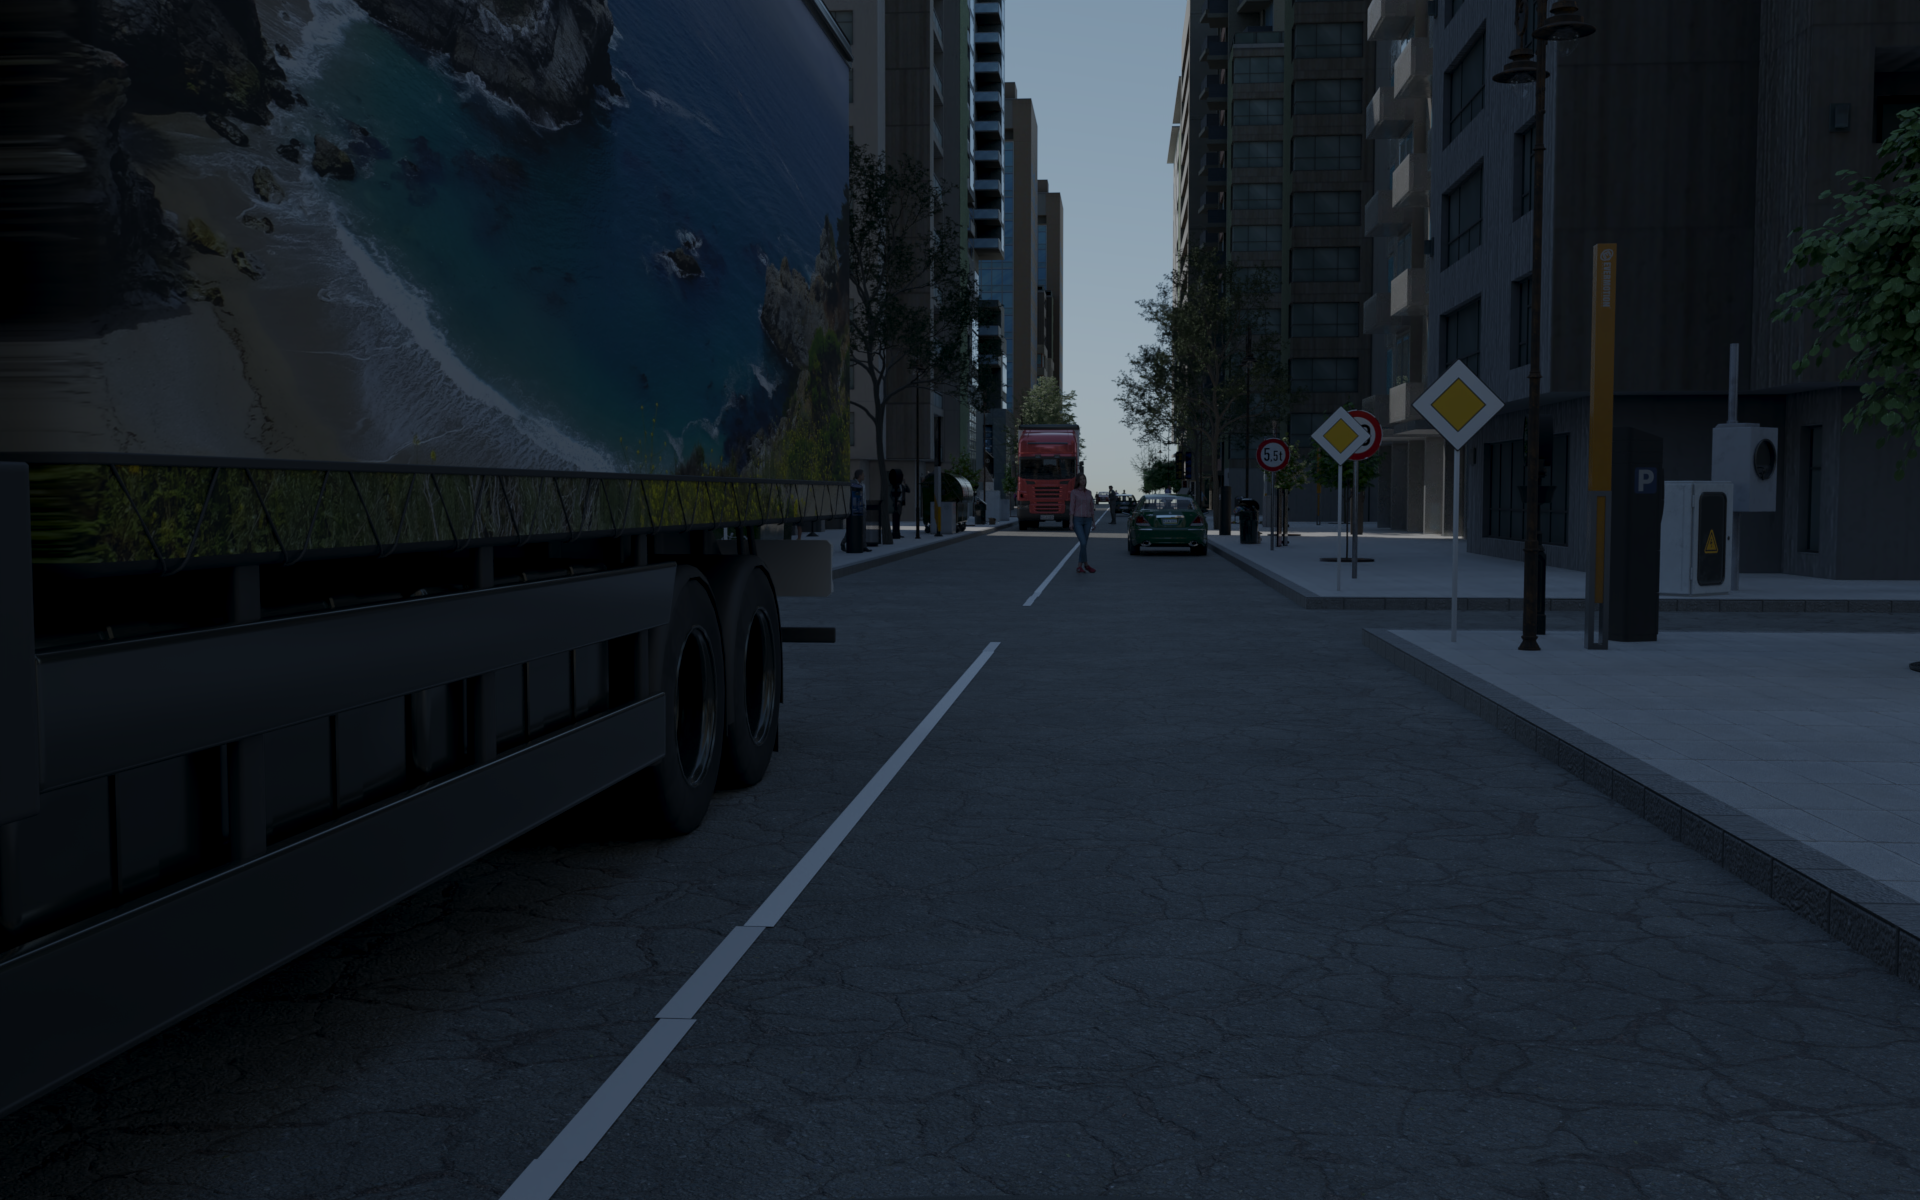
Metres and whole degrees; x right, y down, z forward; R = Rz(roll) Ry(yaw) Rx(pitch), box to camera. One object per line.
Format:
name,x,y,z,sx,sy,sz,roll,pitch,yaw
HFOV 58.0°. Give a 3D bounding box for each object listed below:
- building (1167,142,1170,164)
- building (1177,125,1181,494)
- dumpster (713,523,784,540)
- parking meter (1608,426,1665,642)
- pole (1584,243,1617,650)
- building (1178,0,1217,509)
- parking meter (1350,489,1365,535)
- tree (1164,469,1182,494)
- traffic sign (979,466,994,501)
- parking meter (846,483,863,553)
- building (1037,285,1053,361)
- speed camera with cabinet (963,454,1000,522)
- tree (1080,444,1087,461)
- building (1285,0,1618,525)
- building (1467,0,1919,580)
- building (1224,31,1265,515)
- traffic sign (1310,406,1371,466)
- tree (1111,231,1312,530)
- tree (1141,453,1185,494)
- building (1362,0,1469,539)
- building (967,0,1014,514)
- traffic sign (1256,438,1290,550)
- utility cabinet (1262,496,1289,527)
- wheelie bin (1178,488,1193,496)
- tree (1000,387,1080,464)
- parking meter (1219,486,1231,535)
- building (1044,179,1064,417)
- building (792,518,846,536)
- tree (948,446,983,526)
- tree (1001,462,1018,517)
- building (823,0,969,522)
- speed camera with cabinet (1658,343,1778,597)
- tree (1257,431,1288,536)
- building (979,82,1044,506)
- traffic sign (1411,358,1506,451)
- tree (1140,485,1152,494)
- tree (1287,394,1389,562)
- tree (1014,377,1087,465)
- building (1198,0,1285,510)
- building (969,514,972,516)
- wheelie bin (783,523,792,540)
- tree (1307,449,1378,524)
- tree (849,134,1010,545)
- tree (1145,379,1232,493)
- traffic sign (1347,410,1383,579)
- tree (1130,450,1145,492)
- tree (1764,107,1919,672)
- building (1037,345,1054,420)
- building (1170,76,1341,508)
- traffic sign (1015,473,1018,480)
building,43.349,-39.835,240.535,28.713,52.752,27.495,0,4,5
building,31.304,-31.166,193.158,14.154,41.232,14.086,0,4,5
dumpster,-3.428,-1.471,26.542,1.502,2.255,1.985,0,4,5
parking meter,5.896,-0.575,15.106,0.399,1.863,0.255,-1,4,-16
pole,5.268,-1.248,14.246,0.158,3.312,0.155,0,3,0
building,31.068,-32.641,157.377,21.300,48.544,21.600,0,4,5
parking meter,12.506,-2.983,54.479,0.399,1.863,0.255,2,4,27
tree,16.379,-8.436,132.522,1.663,3.219,1.824,0,3,0
traffic sign,1.083,-4.756,77.767,0.884,2.594,0.081,1,4,8
parking meter,-2.288,-1.782,37.545,0.372,1.533,0.369,0,3,0
building,5.432,-28.448,236.826,14.160,30.474,14.107,0,4,5
speed camera with cabinet,0.807,-5.221,79.699,2.038,3.252,0.660,0,4,-7
tree,7.413,-11.810,143.459,4.737,8.622,4.395,0,3,0
building,22.808,-19.184,85.354,14.160,30.474,14.107,0,4,5
building,16.474,-15.793,29.911,14.107,30.474,14.160,0,4,5
building,24.144,-20.797,111.736,14.160,30.474,14.107,0,4,5
traffic sign,5.039,-1.266,22.882,0.795,2.593,0.064,0,4,5
tree,8.961,-7.822,62.295,7.601,10.594,8.767,0,4,-8
tree,16.437,-9.456,138.322,4.285,4.588,4.351,0,3,0
building,24.920,-26.490,52.724,23.786,49.044,30.456,0,4,5
building,-6.238,-50.875,144.478,22.319,86.520,31.000,0,4,5
traffic sign,7.114,-2.403,39.398,0.768,2.556,0.104,1,4,12
utility cabinet,12.230,-3.425,67.162,1.020,1.237,0.306,-2,4,-25
wheelie bin,11.335,-4.851,87.219,0.693,1.594,0.980,-3,5,-41
tree,4.922,-10.264,118.181,4.737,8.622,4.395,0,3,0
parking meter,8.265,-2.787,53.972,0.372,1.533,0.369,0,3,0
building,7.755,-36.719,250.470,14.600,45.320,14.200,0,4,5
building,-14.736,-37.900,57.912,20.563,71.187,20.611,0,4,5
tree,0.213,-4.563,69.206,1.663,3.219,1.824,0,3,0
tree,2.736,-6.187,95.754,1.663,3.219,1.824,0,3,0
building,-7.139,-24.461,83.532,14.154,41.232,14.086,0,4,5
speed camera with cabinet,9.741,-1.710,22.292,2.038,3.252,0.660,-3,4,-37
tree,10.113,-3.586,53.240,1.663,3.219,1.824,0,3,0
building,1.371,-33.208,193.056,14.600,45.320,14.200,0,4,5
traffic sign,4.300,-0.779,14.931,0.795,2.593,0.064,0,4,5
tree,25.489,-14.866,237.662,1.663,3.219,1.824,0,3,0
tree,7.496,-2.349,33.006,1.663,3.219,1.824,0,3,0
tree,8.419,-15.246,167.396,7.486,12.596,7.792,0,3,0
building,29.608,-29.218,132.333,22.147,44.769,28.867,0,4,5
building,-9.204,-48.972,113.362,22.319,86.520,31.000,0,4,5
wheelie bin,-4.132,-1.900,38.971,0.693,1.594,0.980,-3,5,-44
tree,16.729,-5.592,75.141,4.285,4.588,4.351,0,3,0
tree,-2.169,-6.690,43.802,7.601,10.594,8.767,1,4,11
tree,13.904,-9.340,103.070,4.360,8.622,3.978,0,3,0
traffic sign,5.994,-1.598,26.240,0.768,2.556,0.104,0,4,8
tree,24.346,-16.742,224.090,4.360,8.622,3.978,0,3,0
tree,7.583,-1.751,12.338,4.285,4.588,4.351,0,3,0
building,-2.698,-22.692,216.056,27.650,21.520,28.899,0,4,5
building,40.830,-38.162,213.180,28.713,52.752,27.495,0,4,5
traffic sign,3.513,-6.057,99.138,0.768,2.556,0.104,0,4,7
